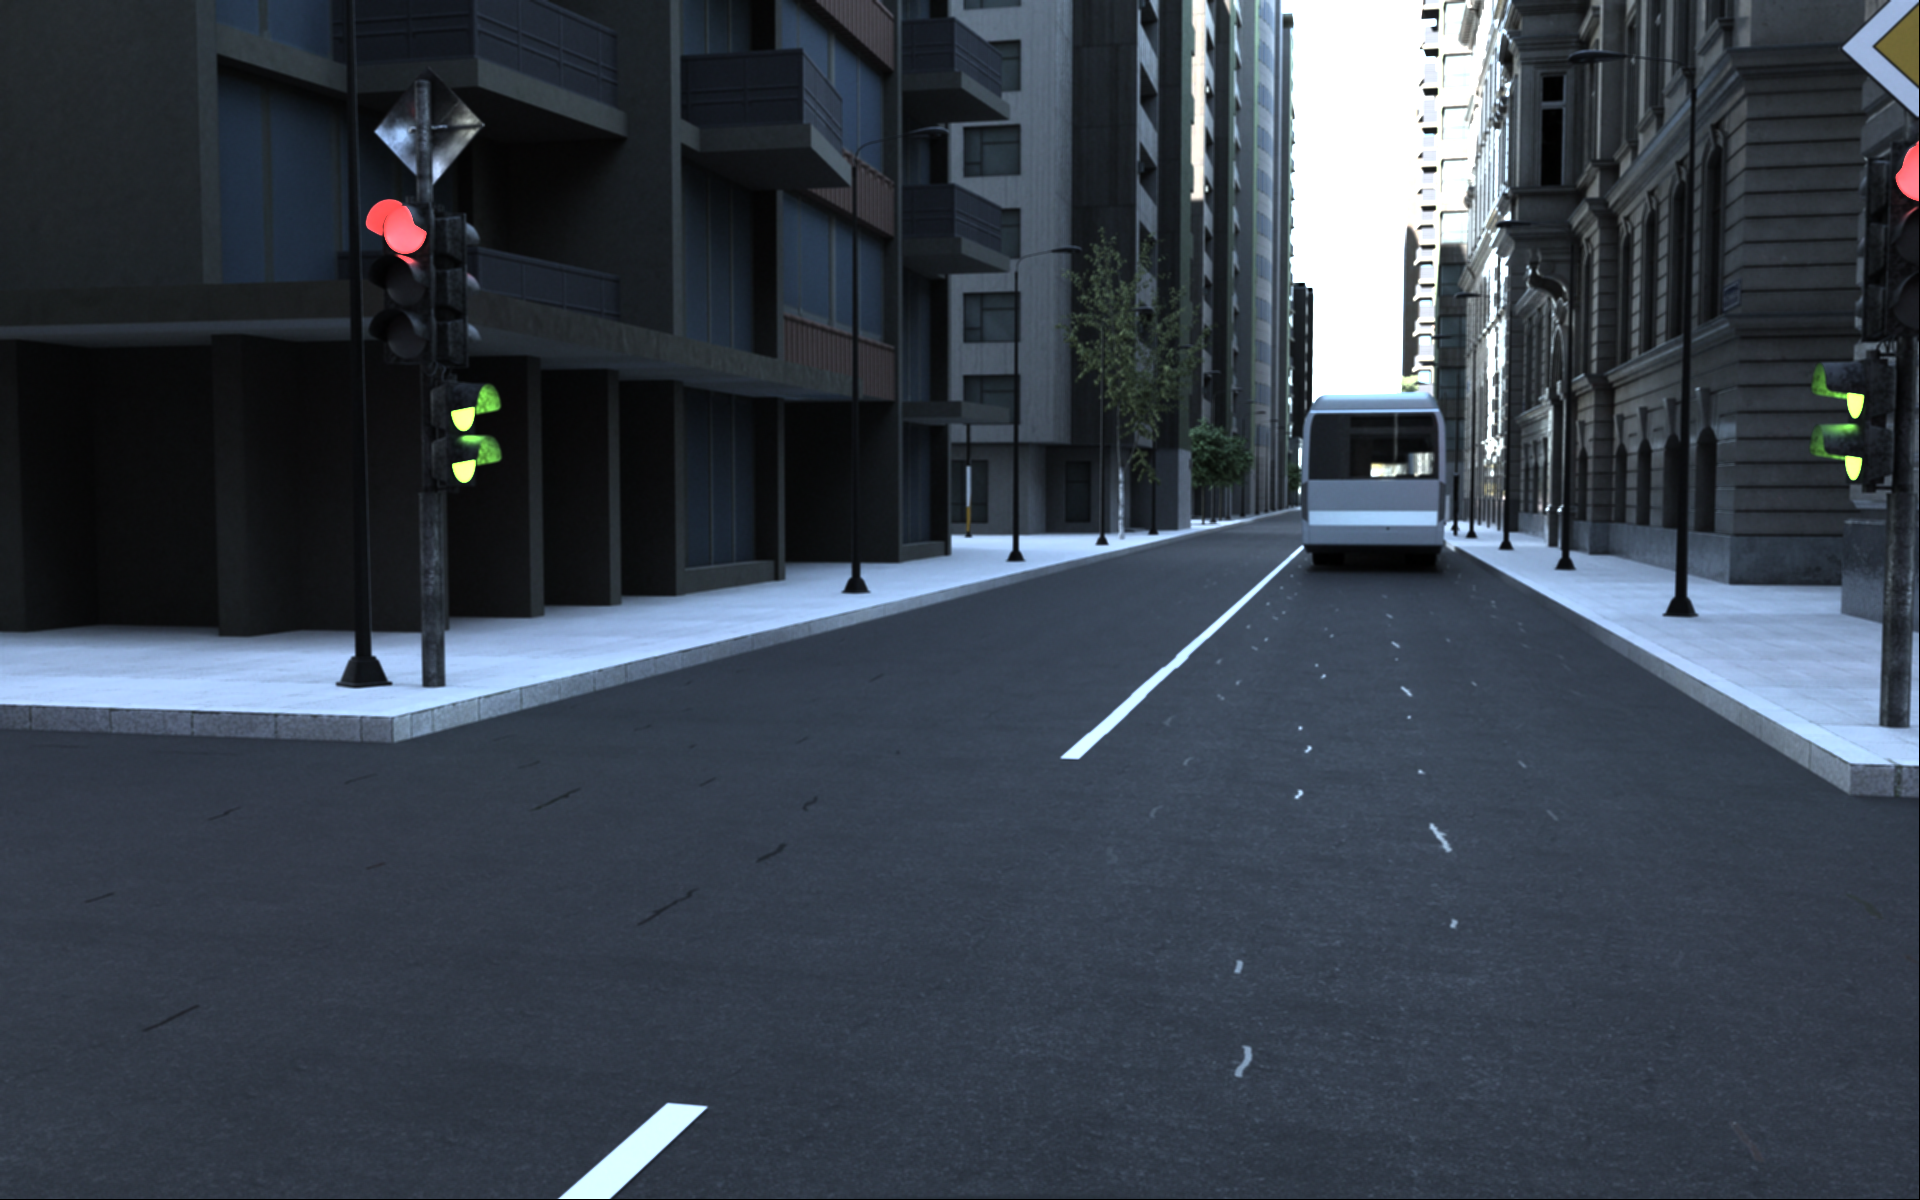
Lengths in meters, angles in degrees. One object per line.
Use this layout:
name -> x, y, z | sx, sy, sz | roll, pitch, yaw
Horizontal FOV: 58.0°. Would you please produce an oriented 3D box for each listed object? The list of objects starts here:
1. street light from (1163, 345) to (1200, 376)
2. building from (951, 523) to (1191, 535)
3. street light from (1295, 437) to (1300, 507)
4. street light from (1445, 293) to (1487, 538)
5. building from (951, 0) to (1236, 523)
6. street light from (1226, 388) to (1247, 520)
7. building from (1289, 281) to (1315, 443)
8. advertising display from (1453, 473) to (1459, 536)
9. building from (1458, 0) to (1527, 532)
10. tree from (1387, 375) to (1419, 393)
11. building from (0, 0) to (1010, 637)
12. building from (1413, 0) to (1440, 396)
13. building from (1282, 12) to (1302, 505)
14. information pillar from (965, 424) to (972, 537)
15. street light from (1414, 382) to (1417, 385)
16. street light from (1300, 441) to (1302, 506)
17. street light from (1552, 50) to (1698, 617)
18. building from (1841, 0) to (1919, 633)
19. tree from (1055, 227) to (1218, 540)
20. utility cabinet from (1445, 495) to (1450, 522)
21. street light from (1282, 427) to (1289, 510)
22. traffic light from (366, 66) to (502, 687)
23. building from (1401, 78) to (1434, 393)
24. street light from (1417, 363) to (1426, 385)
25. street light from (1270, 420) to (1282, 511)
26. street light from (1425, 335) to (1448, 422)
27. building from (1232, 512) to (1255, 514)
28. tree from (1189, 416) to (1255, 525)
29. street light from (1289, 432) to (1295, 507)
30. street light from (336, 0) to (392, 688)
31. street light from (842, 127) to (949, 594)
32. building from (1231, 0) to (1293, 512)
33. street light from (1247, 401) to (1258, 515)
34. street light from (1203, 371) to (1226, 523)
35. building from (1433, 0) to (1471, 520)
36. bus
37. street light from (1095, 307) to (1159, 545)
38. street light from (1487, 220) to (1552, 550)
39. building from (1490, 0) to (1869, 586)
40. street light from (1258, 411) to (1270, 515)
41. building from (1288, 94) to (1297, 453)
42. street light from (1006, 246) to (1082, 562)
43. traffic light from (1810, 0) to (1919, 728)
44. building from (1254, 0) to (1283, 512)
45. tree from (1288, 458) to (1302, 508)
street light -> 6.621, -4.999, 54.269 | 1.470, 5.913, 1.316 | 1, 4, 13
building -> 0.394, -17.621, 59.809 | 14.160, 30.474, 14.107 | 1, 4, 13
street light -> 26.721, -10.320, 141.265 | 1.470, 5.913, 1.316 | 1, 4, 13
street light -> 12.091, -4.124, 39.965 | 1.470, 5.913, 1.316 | 1, 4, 13
building -> 7.217, -19.679, 93.446 | 14.160, 30.474, 14.107 | 1, 4, 13
street light -> 11.713, -6.345, 76.277 | 1.470, 5.913, 1.316 | 1, 4, 13
building -> 40.315, -28.240, 233.426 | 14.160, 30.474, 14.107 | 1, 4, 13
advertising display -> 15.397, -2.969, 53.750 | 0.123, 1.923, 0.974 | 1, 4, 18
building -> 26.533, -16.562, 68.054 | 12.463, 27.353, 25.104 | 1, 4, 13
tree -> 42.500, -15.122, 165.367 | 7.486, 12.596, 7.792 | 0, 3, 0
building -> -11.427, -22.899, 29.032 | 22.147, 44.769, 28.867 | 1, 4, 13
building -> 48.231, -29.656, 139.498 | 22.147, 44.769, 28.867 | 1, 4, 13
building -> 30.864, -54.921, 210.634 | 22.319, 86.520, 31.000 | 1, 4, 13
information pillar -> 0.262, -3.674, 51.424 | 0.183, 3.616, 0.504 | 0, 4, 6
street light -> 19.487, -6.067, 71.739 | 1.470, 5.913, 1.316 | 1, 4, 13
street light -> 29.229, -10.962, 151.772 | 1.470, 5.913, 1.316 | 1, 4, 13
street light -> 7.065, -2.792, 18.194 | 1.470, 5.913, 1.316 | 1, 4, 13
building -> 17.387, -11.149, 11.164 | 19.941, 23.489, 11.050 | 1, 4, 13
tree -> 4.775, -5.998, 48.434 | 4.737, 8.622, 4.395 | 0, 3, 0
utility cabinet -> 22.218, -4.160, 79.178 | 0.306, 1.237, 1.020 | 1, 4, 12
street light -> 21.769, -9.003, 119.735 | 1.470, 5.913, 1.316 | 1, 4, 13
traffic light -> -3.494, -1.377, 11.431 | 0.839, 4.253, 0.868 | 1, 4, 13
building -> 53.748, -32.533, 182.018 | 14.600, 45.320, 14.200 | 1, 4, 13
street light -> 16.992, -5.424, 61.229 | 1.470, 5.913, 1.316 | 1, 4, 13
street light -> 19.170, -8.307, 108.353 | 1.470, 5.913, 1.316 | 1, 4, 13
street light -> 14.441, -4.776, 50.629 | 1.470, 5.913, 1.316 | 1, 4, 13
building -> 11.100, -25.965, 108.119 | 14.154, 41.232, 14.086 | 1, 4, 13
tree -> 10.113, -5.428, 72.454 | 4.285, 4.588, 4.351 | 0, 3, 0
street light -> 24.200, -9.646, 130.260 | 1.470, 5.913, 1.316 | 1, 4, 13
street light -> -3.473, -2.372, 11.316 | 1.470, 5.913, 1.316 | 1, 4, 13
street light -> -0.825, -3.038, 22.210 | 1.470, 5.913, 1.316 | 1, 4, 13
building -> 21.038, -28.475, 149.159 | 14.154, 41.232, 14.086 | 1, 4, 13
street light -> 13.923, -6.958, 86.296 | 1.470, 5.913, 1.316 | 1, 4, 13
street light -> 9.154, -5.696, 65.666 | 1.470, 5.913, 1.316 | 1, 4, 13
building -> 31.916, -19.463, 89.923 | 14.160, 30.474, 14.107 | 1, 4, 13
bus -> 9.123, -2.635, 37.938 | 2.948, 3.499, 13.247 | 1, 4, 14
street light -> 4.099, -4.324, 43.246 | 1.470, 5.913, 1.316 | 1, 4, 13
street light -> 9.773, -3.478, 29.414 | 1.470, 5.913, 1.316 | 1, 4, 13
building -> 19.720, -13.454, 39.061 | 14.460, 24.649, 34.723 | 1, 4, 13
street light -> 16.488, -7.642, 97.487 | 1.470, 5.913, 1.316 | 1, 4, 13
building -> 23.729, -32.274, 182.303 | 22.147, 44.769, 28.867 | 1, 4, 13
street light -> 1.591, -3.682, 32.739 | 1.470, 5.913, 1.316 | 1, 4, 13
traffic light -> 5.144, -1.256, 9.455 | 0.839, 4.253, 0.868 | 1, 4, 13
building -> 12.614, -35.897, 128.908 | 21.231, 58.520, 28.212 | 1, 4, 13
tree -> 30.389, -10.771, 159.821 | 4.285, 4.588, 4.351 | 0, 3, 0
